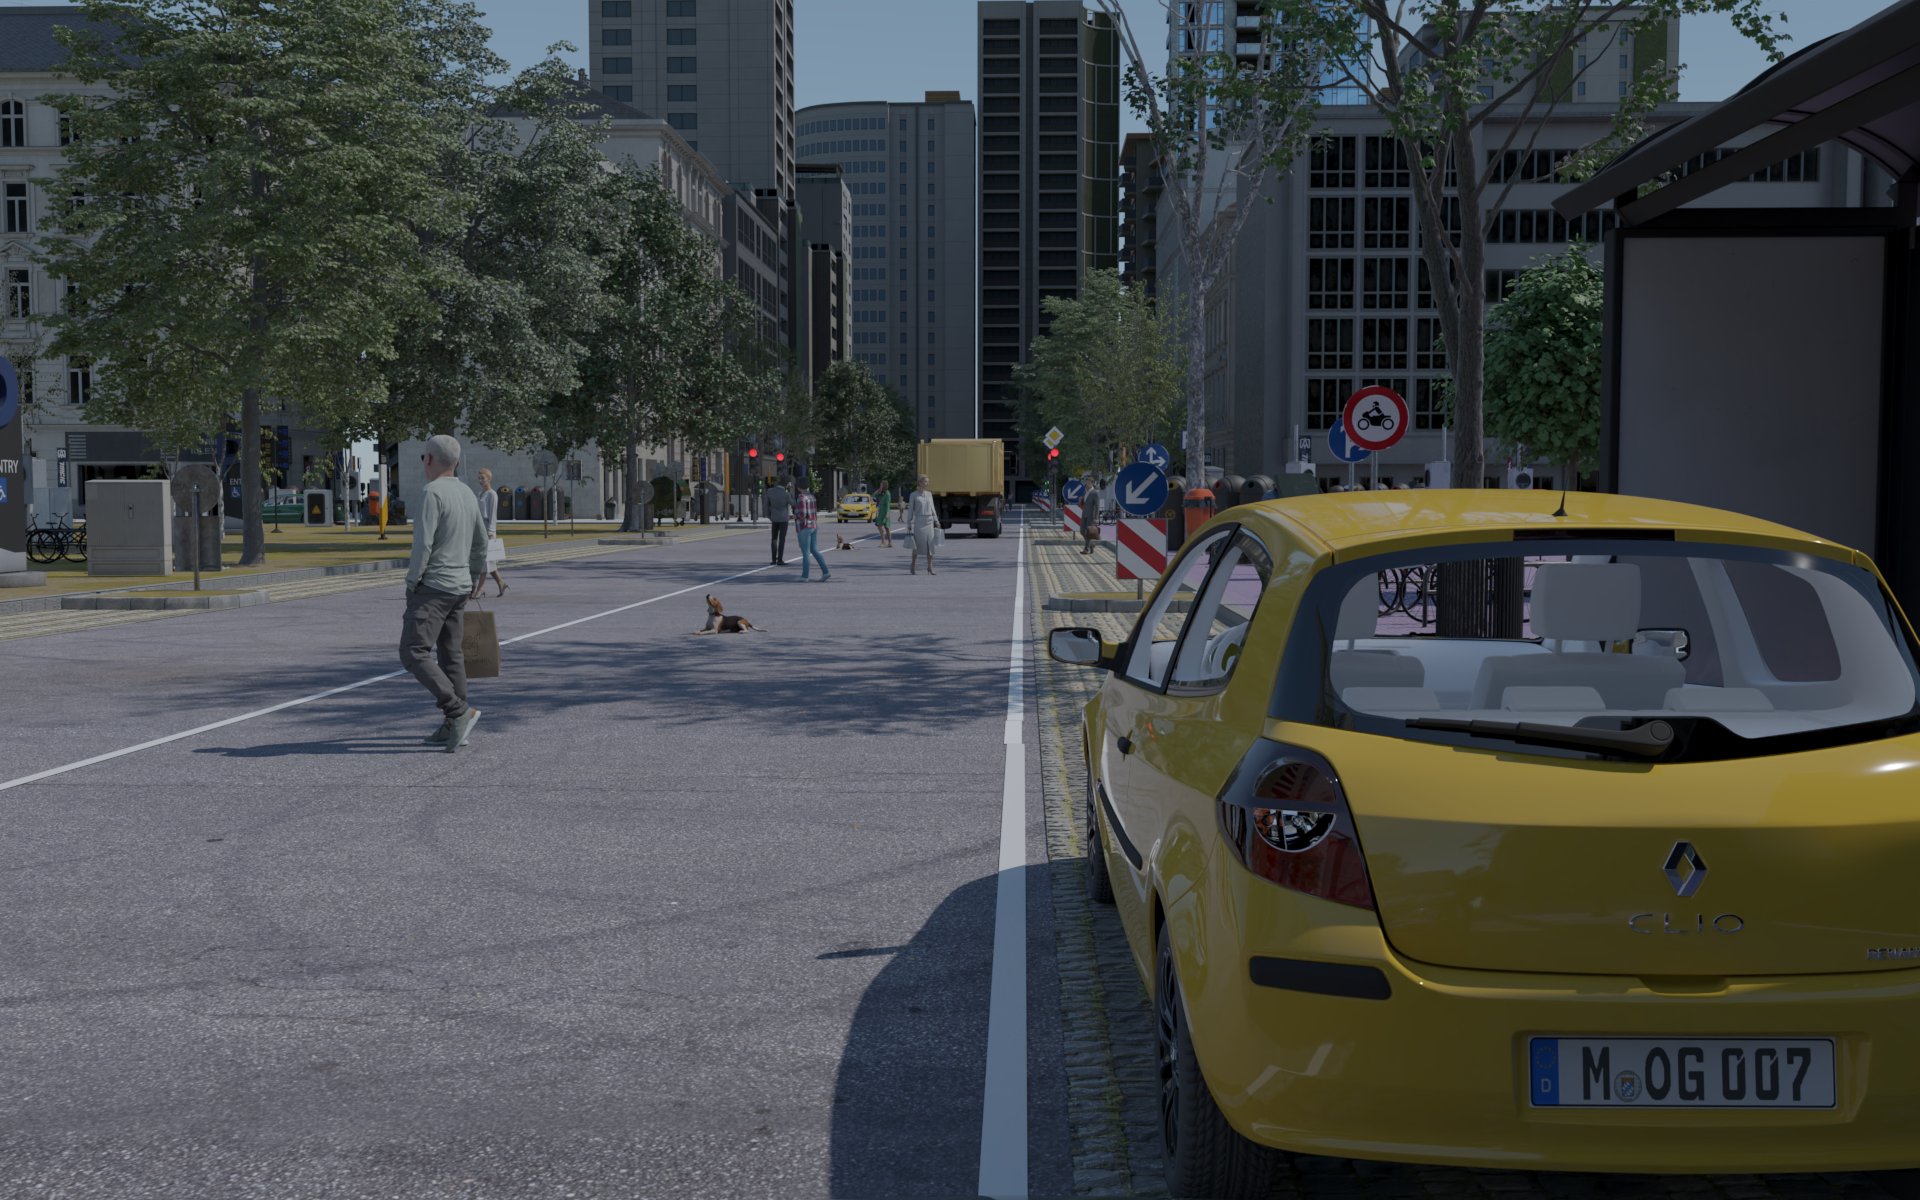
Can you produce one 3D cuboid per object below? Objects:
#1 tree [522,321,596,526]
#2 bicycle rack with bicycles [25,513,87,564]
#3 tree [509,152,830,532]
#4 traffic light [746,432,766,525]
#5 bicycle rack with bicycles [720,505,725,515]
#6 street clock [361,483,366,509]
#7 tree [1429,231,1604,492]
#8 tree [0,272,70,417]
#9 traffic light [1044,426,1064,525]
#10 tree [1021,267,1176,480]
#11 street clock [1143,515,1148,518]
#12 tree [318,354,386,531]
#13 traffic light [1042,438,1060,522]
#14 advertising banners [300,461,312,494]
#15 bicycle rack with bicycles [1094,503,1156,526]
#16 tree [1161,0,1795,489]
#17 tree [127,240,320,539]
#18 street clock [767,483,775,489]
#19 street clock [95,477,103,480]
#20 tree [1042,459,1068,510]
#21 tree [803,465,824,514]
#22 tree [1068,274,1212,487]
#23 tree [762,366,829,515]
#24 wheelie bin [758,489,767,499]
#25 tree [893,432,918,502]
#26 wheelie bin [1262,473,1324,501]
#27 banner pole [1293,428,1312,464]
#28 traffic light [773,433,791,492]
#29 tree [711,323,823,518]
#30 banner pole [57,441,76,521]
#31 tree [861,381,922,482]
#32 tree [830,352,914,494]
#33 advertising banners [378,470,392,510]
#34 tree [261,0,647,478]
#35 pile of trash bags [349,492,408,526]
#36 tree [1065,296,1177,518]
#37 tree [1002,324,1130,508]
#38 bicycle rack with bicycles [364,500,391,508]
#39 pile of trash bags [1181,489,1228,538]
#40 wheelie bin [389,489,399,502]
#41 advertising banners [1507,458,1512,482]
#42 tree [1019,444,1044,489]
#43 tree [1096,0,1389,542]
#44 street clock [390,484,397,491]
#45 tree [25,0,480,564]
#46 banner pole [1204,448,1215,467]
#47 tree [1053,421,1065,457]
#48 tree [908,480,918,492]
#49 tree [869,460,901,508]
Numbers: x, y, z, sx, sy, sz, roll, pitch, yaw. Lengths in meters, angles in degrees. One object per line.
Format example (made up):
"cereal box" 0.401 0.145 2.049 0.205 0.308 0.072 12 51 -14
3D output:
"tree" -16.230 -7.267 69.170 4.360 8.622 3.978 0 3 0
"bicycle rack with bicycles" -16.799 -1.185 32.761 2.925 0.926 2.852 -1 4 -10
"tree" -11.114 -8.664 58.668 9.611 12.733 9.660 0 3 0
"traffic light" -8.522 -5.078 71.942 0.839 4.253 0.868 0 4 2
"bicycle rack with bicycles" -15.532 -5.621 105.288 2.925 0.926 2.852 -2 4 -33
"street clock" -37.697 -6.406 109.306 0.358 2.002 0.471 0 4 2
"tree" 7.747 -2.321 21.661 4.285 4.588 4.351 0 3 0
"tree" -31.240 -6.440 55.649 4.360 8.622 3.978 0 3 0
"traffic light" 3.882 -5.051 71.510 0.839 4.253 0.868 0 4 2
"tree" 6.901 -10.301 86.547 7.486 12.596 7.792 0 3 0
"street clock" 4.945 -2.563 46.475 0.358 2.002 0.471 0 4 6
"tree" -21.513 -6.707 60.024 4.737 8.622 4.395 0 3 0
"traffic light" 4.172 -5.539 79.490 0.839 4.253 0.868 0 4 2
"advertising banners" -35.369 -5.891 92.504 0.090 3.025 2.074 2 4 26
"bicycle rack with bicycles" 6.581 -3.482 70.310 2.925 0.926 2.852 0 4 -2
"tree" 4.260 -5.448 14.828 9.928 11.665 9.643 0 3 0
"tree" -20.837 -6.019 48.768 4.737 8.622 4.395 0 3 0
"street clock" -11.950 -6.409 109.363 0.471 2.002 0.358 -1 4 -15
"street clock" -36.322 -4.192 73.107 0.358 2.002 0.471 -3 4 -37
"tree" 9.047 -9.814 144.166 4.285 4.588 4.351 0 3 0
"tree" -9.820 -7.319 114.271 1.663 3.219 1.824 0 3 0
"tree" 6.027 -6.562 57.653 4.737 8.622 4.395 0 3 0
"tree" -9.813 -9.188 100.585 4.360 8.622 3.978 0 3 0
"wheelie bin" -12.752 -6.441 113.221 0.693 1.594 0.980 2 4 27
"tree" -6.353 -14.585 188.828 4.360 8.622 3.978 0 3 0
"wheelie bin" 4.987 -1.110 26.060 0.980 1.594 0.693 -1 4 -13
"banner pole" 12.743 -4.577 64.844 0.863 3.779 0.401 1 4 10
"traffic light" -8.232 -5.566 79.922 0.839 4.253 0.868 0 4 2
"tree" -10.790 -9.671 92.534 7.601 10.594 8.767 0 4 -1
"banner pole" -42.413 -5.634 82.138 0.401 3.779 0.863 2 4 31
"tree" -7.209 -15.685 174.571 7.486 12.596 7.792 0 3 0
"tree" -8.915 -13.664 140.417 9.611 12.733 9.660 0 3 0
"advertising banners" -42.643 -8.115 128.867 0.090 3.025 2.074 1 4 16
"tree" -12.507 -8.274 41.941 9.857 13.997 8.962 0 3 0
"pile of trash bags" -23.503 -3.702 70.286 1.912 1.369 3.447 -1 4 -9
"tree" 6.170 -7.030 65.301 4.360 8.622 3.978 0 3 0
"tree" 8.144 -13.244 123.189 9.857 13.997 8.962 0 3 0
"bicycle rack with bicycles" -47.006 -7.653 138.515 2.852 0.926 2.925 3 5 42
"pile of trash bags" 5.281 -1.322 31.360 3.447 1.369 1.912 -3 5 -41
"wheelie bin" -34.645 -6.034 106.562 0.693 1.594 0.980 3 5 41
"advertising banners" 26.006 -5.179 80.859 0.090 3.025 2.074 -1 4 -10
"tree" 12.521 -18.943 226.729 9.611 12.733 9.660 0 3 0
"tree" 6.227 -10.950 34.929 12.611 20.169 13.585 0 3 0
"street clock" -40.043 -7.211 122.466 0.471 2.002 0.358 -2 4 -25
"tree" -12.598 -6.941 31.610 7.486 12.596 7.792 0 3 0
"banner pole" 13.477 -6.327 93.469 0.863 3.779 0.401 1 4 20
"tree" 8.111 -9.728 109.420 4.360 8.622 3.978 0 3 0
"tree" -5.850 -14.389 229.858 1.663 3.219 1.824 0 3 0
"tree" -7.163 -11.024 163.957 4.285 4.588 4.351 0 3 0
